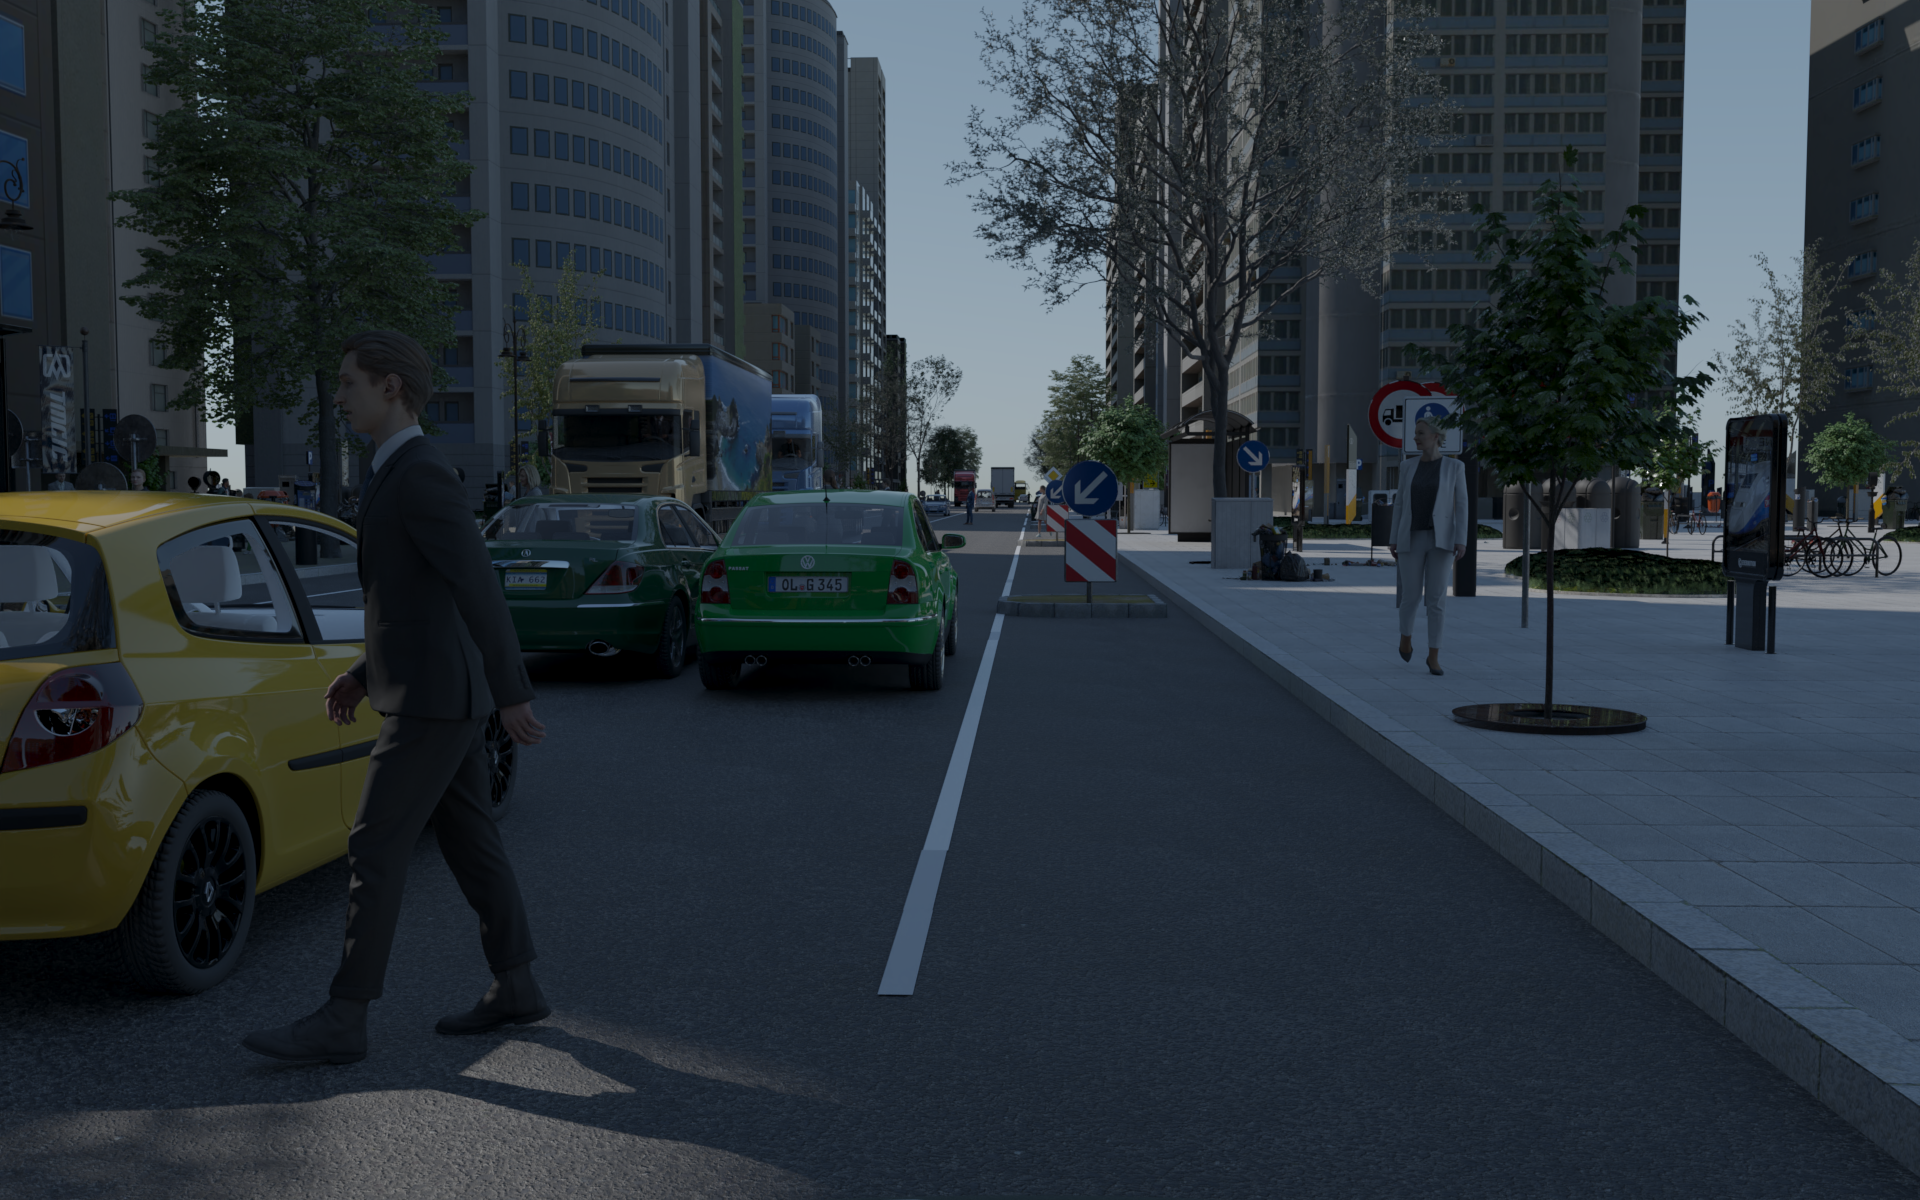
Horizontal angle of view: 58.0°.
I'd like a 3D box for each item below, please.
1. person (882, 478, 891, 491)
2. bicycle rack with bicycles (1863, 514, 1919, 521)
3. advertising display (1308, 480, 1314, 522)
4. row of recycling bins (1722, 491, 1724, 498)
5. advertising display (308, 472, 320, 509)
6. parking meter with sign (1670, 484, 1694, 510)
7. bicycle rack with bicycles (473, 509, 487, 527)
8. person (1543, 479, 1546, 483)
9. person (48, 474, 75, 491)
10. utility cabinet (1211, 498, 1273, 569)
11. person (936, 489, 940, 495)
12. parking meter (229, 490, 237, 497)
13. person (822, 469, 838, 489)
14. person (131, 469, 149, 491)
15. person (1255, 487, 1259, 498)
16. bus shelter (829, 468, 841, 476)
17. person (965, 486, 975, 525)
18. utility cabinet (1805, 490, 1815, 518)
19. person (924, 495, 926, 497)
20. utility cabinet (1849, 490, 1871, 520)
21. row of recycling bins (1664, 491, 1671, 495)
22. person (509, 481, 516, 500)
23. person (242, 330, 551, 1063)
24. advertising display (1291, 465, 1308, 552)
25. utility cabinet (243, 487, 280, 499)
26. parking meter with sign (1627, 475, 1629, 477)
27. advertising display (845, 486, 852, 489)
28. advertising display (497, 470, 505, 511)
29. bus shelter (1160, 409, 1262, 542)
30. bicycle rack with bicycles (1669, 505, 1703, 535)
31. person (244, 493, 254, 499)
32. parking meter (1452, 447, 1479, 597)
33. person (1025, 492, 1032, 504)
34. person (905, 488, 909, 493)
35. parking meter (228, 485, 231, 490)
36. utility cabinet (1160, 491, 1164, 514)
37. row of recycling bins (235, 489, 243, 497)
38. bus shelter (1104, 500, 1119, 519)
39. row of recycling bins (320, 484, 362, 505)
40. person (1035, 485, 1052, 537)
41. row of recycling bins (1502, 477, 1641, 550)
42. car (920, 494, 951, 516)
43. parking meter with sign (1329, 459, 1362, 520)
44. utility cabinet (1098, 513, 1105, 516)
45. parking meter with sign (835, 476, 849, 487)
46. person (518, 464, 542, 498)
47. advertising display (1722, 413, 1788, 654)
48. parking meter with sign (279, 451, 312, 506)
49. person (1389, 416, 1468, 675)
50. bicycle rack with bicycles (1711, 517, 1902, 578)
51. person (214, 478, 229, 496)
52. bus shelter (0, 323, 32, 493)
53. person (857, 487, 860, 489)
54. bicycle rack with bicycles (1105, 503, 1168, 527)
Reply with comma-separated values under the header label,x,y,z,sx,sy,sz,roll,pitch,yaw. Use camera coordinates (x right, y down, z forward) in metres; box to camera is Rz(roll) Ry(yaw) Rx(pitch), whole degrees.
label,x,y,z,sx,sy,sz,roll,pitch,yaw
person,-1.939,-2.270,45.387,0.755,1.850,0.659,1,4,19
bicycle rack with bicycles,45.559,-4.245,82.783,2.852,0.926,2.925,0,4,-5
advertising display,15.876,-4.557,79.717,0.974,1.923,0.123,-2,4,-31
row of recycling bins,61.727,-7.919,136.583,1.069,1.692,3.534,-2,4,-28
advertising display,-18.955,-2.793,50.881,0.123,1.923,0.974,0,4,-8
parking meter with sign,48.917,-7.461,118.253,1.738,3.016,0.543,0,4,-5
bicycle rack with bicycles,-12.949,-1.751,42.017,2.852,0.926,2.925,-3,5,-42
person,20.945,-3.412,61.946,0.709,1.813,0.853,-1,4,-17
person,-19.630,-1.943,37.936,0.709,1.813,0.853,-3,5,-41
utility cabinet,4.860,-1.142,29.838,1.020,1.237,0.306,0,4,-6
person,-1.607,-7.269,127.698,0.721,1.781,0.623,2,4,23
parking meter,-40.886,-5.445,97.434,0.372,1.533,0.369,0,3,0
person,-1.954,-1.001,25.136,0.520,1.790,0.573,-1,4,-22
person,-11.120,-0.893,23.518,0.576,1.772,0.534,0,4,4
person,22.903,-7.804,133.818,0.466,1.800,0.511,1,4,9
bus shelter,-10.195,-8.317,129.903,2.014,3.302,5.546,0,4,2
person,0.467,-4.445,81.364,0.419,1.800,0.721,-2,4,-27
utility cabinet,42.799,-4.833,87.691,0.318,1.500,1.173,0,4,0
person,-6.255,-18.374,307.132,0.621,1.740,0.551,0,4,-3
utility cabinet,44.186,-4.658,84.837,1.173,1.500,0.318,2,4,34
row of recycling bins,58.992,-8.456,145.366,1.069,1.692,3.534,-3,5,-45
person,-17.827,-3.845,69.038,0.853,1.813,0.709,0,4,3
person,-1.450,0.234,4.456,0.755,1.850,0.659,-1,4,-15
advertising display,7.524,-2.038,38.540,0.123,1.923,0.974,0,4,0
utility cabinet,-22.734,-2.917,56.376,1.173,1.500,0.318,1,4,14
parking meter with sign,45.862,-7.474,118.461,0.543,3.016,1.738,0,4,-2
advertising display,-9.369,-8.707,147.580,0.123,1.923,0.974,3,5,42
advertising display,-12.520,-2.572,47.267,0.123,1.923,0.974,-1,4,-10
bus shelter,6.254,-3.053,43.840,2.014,3.302,5.546,0,4,3
bicycle rack with bicycles,22.341,-2.569,55.392,2.852,0.926,2.925,1,4,9
person,-15.136,-1.634,37.001,0.306,1.304,0.590,1,4,17
parking meter,6.349,-0.981,21.753,0.255,1.863,0.399,1,4,10
person,9.807,-14.566,246.680,1.348,1.821,0.705,-3,4,-37
person,-3.704,-7.160,125.410,0.795,1.843,0.661,0,4,5
parking meter,-45.506,-6.236,107.661,0.255,1.863,0.399,0,4,2
utility cabinet,13.286,-6.352,112.535,1.173,1.500,0.318,0,4,5
row of recycling bins,-57.983,-7.865,135.701,3.534,1.692,1.069,0,4,-4
bus shelter,8.332,-6.797,88.758,2.179,5.291,8.768,0,4,2
row of recycling bins,-26.534,-4.044,73.227,3.534,1.692,1.069,1,4,16
person,2.783,-2.967,57.768,0.466,1.731,0.760,3,4,35
row of recycling bins,14.444,-2.057,40.740,3.534,1.692,1.069,-1,4,-17
car,-1.589,-6.190,113.207,2.014,1.417,4.499,0,4,3
parking meter with sign,19.205,-5.521,86.537,0.543,3.016,1.738,-3,5,-39
utility cabinet,8.377,-5.644,100.963,1.173,1.500,0.318,-3,5,-45
parking meter with sign,-10.452,-9.798,156.454,1.738,3.016,0.543,1,4,17
person,-5.324,-0.793,21.646,0.728,1.800,0.709,-2,4,-29
advertising display,6.540,-0.555,14.285,0.123,1.923,0.974,0,4,3
parking meter with sign,-27.153,-4.515,70.087,1.738,3.016,0.543,0,4,-4
person,3.389,-0.407,12.576,0.514,1.842,0.818,0,4,6
bicycle rack with bicycles,13.342,-0.850,27.284,2.925,0.926,2.852,0,4,1
person,-24.900,-3.224,58.748,0.713,1.824,0.794,1,4,17
bus shelter,-14.142,-1.858,21.657,1.731,3.624,6.357,0,4,2
person,-7.946,-7.802,133.783,0.526,1.800,0.537,1,4,9
bicycle rack with bicycles,7.024,-3.402,69.007,2.852,0.926,2.925,-1,4,-21
